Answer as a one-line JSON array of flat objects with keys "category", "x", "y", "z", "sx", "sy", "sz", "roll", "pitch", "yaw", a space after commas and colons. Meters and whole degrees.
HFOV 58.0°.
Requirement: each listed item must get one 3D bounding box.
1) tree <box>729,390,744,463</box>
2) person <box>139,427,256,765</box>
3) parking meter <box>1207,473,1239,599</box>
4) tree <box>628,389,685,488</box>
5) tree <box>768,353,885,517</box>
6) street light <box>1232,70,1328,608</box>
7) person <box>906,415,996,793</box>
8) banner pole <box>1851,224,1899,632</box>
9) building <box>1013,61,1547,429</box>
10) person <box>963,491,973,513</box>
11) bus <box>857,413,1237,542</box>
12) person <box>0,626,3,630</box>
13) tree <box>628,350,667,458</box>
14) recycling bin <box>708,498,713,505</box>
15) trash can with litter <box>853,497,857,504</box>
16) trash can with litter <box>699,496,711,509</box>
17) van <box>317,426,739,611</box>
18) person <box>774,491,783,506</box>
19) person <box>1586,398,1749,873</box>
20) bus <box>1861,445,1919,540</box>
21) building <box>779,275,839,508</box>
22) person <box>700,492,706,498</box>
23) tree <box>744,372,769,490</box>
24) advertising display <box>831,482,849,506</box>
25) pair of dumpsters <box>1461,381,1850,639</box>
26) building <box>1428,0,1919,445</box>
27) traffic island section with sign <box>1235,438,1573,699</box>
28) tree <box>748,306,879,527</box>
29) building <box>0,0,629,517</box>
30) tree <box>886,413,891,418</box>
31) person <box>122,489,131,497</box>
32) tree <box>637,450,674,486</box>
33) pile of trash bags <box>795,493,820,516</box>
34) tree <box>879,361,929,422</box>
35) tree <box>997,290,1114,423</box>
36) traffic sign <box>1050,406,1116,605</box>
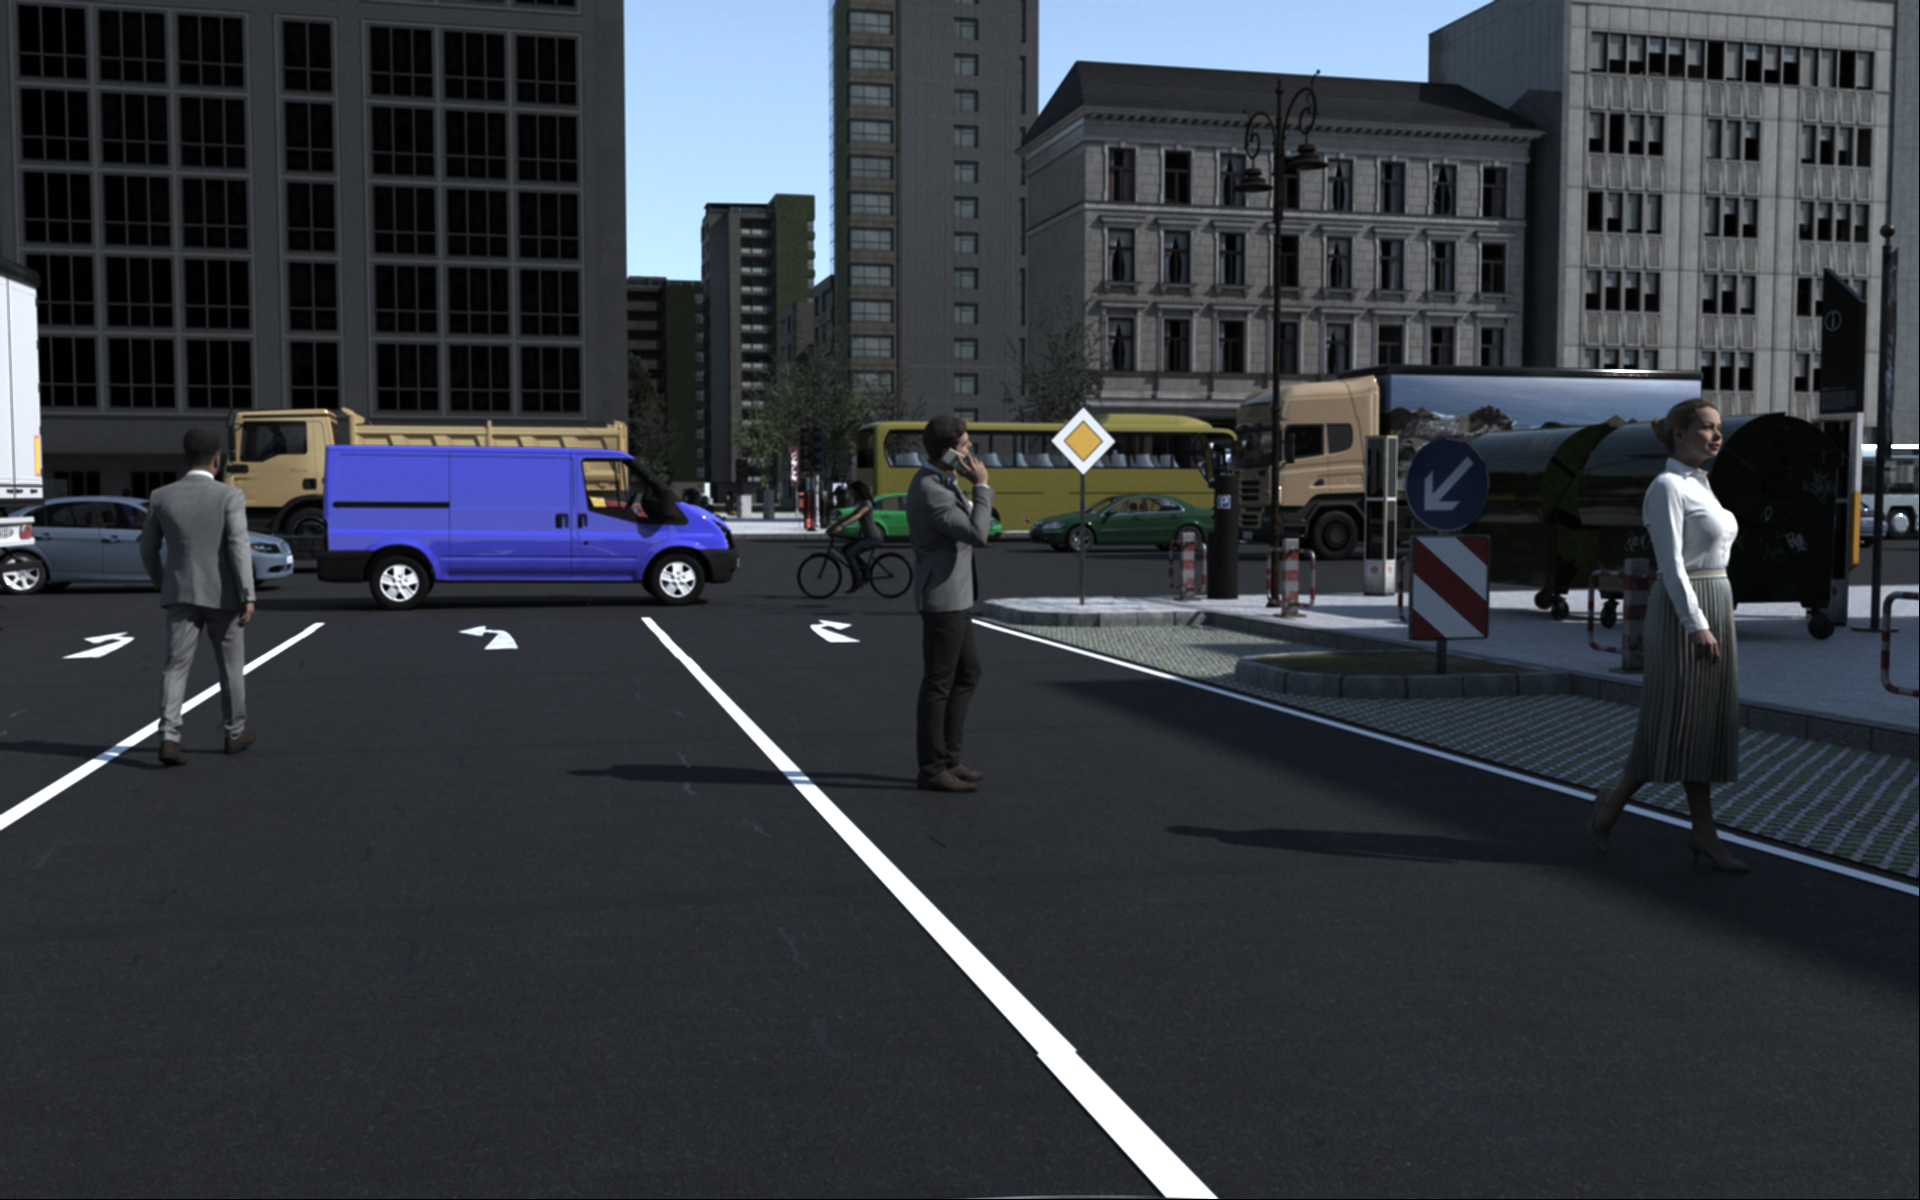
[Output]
[{"category": "tree", "x": -12.457, "y": -9.732, "z": 109.488, "sx": 4.737, "sy": 8.622, "sz": 4.395, "roll": 0, "pitch": 3, "yaw": 0}, {"category": "person", "x": -4.102, "y": -0.035, "z": 9.342, "sx": 0.678, "sy": 1.792, "sz": 0.850, "roll": 0, "pitch": 4, "yaw": -2}, {"category": "parking meter", "x": 3.224, "y": -0.784, "z": 21.225, "sx": 0.372, "sy": 1.533, "sz": 0.369, "roll": 0, "pitch": 3, "yaw": 0}, {"category": "tree", "x": -21.343, "y": -10.367, "z": 119.863, "sx": 4.360, "sy": 8.622, "sz": 3.978, "roll": 0, "pitch": 3, "yaw": 0}, {"category": "tree", "x": -6.879, "y": -8.478, "z": 88.984, "sx": 4.737, "sy": 8.622, "sz": 4.395, "roll": 0, "pitch": 3, "yaw": 0}, {"category": "street light", "x": 3.559, "y": -2.854, "z": 19.457, "sx": 0.468, "sy": 5.910, "sz": 1.993, "roll": -1, "pitch": 4, "yaw": -14}, {"category": "person", "x": -0.045, "y": 0.017, "z": 8.398, "sx": 0.473, "sy": 1.802, "sz": 0.592, "roll": 1, "pitch": 4, "yaw": 9}, {"category": "banner pole", "x": 8.509, "y": -1.585, "z": 15.928, "sx": 0.401, "sy": 3.779, "sz": 0.863, "roll": 1, "pitch": 4, "yaw": 20}, {"category": "building", "x": 5.537, "y": -13.930, "z": 78.673, "sx": 40.483, "sy": 20.767, "sz": 10.553, "roll": -1, "pitch": 4, "yaw": -14}, {"category": "person", "x": 0.086, "y": -1.742, "z": 39.577, "sx": 0.523, "sy": 1.515, "sz": 0.503, "roll": 2, "pitch": 4, "yaw": 29}, {"category": "bus", "x": 3.075, "y": -3.767, "z": 53.132, "sx": 12.252, "sy": 3.916, "sz": 2.896, "roll": -1, "pitch": 4, "yaw": -15}, {"category": "person", "x": -10.158, "y": -0.572, "z": 17.764, "sx": 0.656, "sy": 1.842, "sz": 0.836, "roll": 1, "pitch": 4, "yaw": 21}, {"category": "tree", "x": -29.346, "y": -14.948, "z": 151.830, "sx": 7.806, "sy": 13.903, "sz": 7.818, "roll": 0, "pitch": 3, "yaw": 0}, {"category": "recycling bin", "x": -15.835, "y": -5.847, "z": 108.157, "sx": 0.722, "sy": 1.027, "sz": 0.722, "roll": -1, "pitch": 4, "yaw": -16}, {"category": "trash can with litter", "x": -6.090, "y": -5.427, "z": 99.788, "sx": 1.678, "sy": 1.210, "sz": 2.233, "roll": -2, "pitch": 4, "yaw": -35}, {"category": "trash can with litter", "x": -15.393, "y": -5.611, "z": 103.132, "sx": 0.624, "sy": 1.170, "sz": 1.055, "roll": 2, "pitch": 4, "yaw": 32}, {"category": "van", "x": -5.533, "y": -1.108, "z": 22.502, "sx": 5.245, "sy": 2.365, "sz": 2.240, "roll": -1, "pitch": 4, "yaw": -15}, {"category": "person", "x": -21.383, "y": -11.892, "z": 202.939, "sx": 1.348, "sy": 1.824, "sz": 0.705, "roll": 0, "pitch": 4, "yaw": 3}, {"category": "person", "x": 2.749, "y": 0.123, "z": 6.714, "sx": 0.478, "sy": 1.798, "sz": 0.641, "roll": -3, "pitch": 4, "yaw": -37}, {"category": "bus", "x": 31.905, "y": -3.734, "z": 55.904, "sx": 13.247, "sy": 3.499, "sz": 2.948, "roll": -1, "pitch": 4, "yaw": -12}, {"category": "building", "x": -0.248, "y": -18.895, "z": 153.966, "sx": 27.650, "sy": 21.520, "sz": 28.899, "roll": -1, "pitch": 4, "yaw": -14}, {"category": "person", "x": -27.021, "y": -10.577, "z": 182.374, "sx": 0.756, "sy": 1.711, "sz": 0.436, "roll": 1, "pitch": 4, "yaw": 21}, {"category": "tree", "x": -9.052, "y": -8.892, "z": 95.748, "sx": 4.737, "sy": 8.622, "sz": 4.395, "roll": 0, "pitch": 3, "yaw": 0}, {"category": "advertising display", "x": -6.416, "y": -5.346, "z": 92.627, "sx": 0.974, "sy": 1.923, "sz": 0.123, "roll": -2, "pitch": 4, "yaw": -26}, {"category": "pair of dumpsters", "x": 6.590, "y": -0.892, "z": 17.083, "sx": 1.574, "sy": 2.255, "sz": 4.437, "roll": -1, "pitch": 4, "yaw": -14}, {"category": "building", "x": 35.134, "y": -16.397, "z": 86.118, "sx": 19.932, "sy": 24.808, "sz": 12.078, "roll": -1, "pitch": 4, "yaw": -14}, {"category": "traffic island section with sign", "x": 3.167, "y": -0.268, "z": 13.003, "sx": 1.989, "sy": 1.847, "sz": 2.006, "roll": -1, "pitch": 4, "yaw": -14}, {"category": "tree", "x": -5.814, "y": -7.153, "z": 67.314, "sx": 4.360, "sy": 8.622, "sz": 3.978, "roll": 0, "pitch": 3, "yaw": 0}, {"category": "building", "x": -26.386, "y": -17.069, "z": 72.579, "sx": 24.014, "sy": 27.812, "sz": 14.314, "roll": -1, "pitch": 4, "yaw": -14}, {"category": "tree", "x": -5.890, "y": -9.616, "z": 107.585, "sx": 4.737, "sy": 8.622, "sz": 4.395, "roll": 0, "pitch": 3, "yaw": 0}, {"category": "person", "x": -17.158, "y": -1.516, "z": 35.651, "sx": 0.453, "sy": 1.535, "sz": 0.546, "roll": -3, "pitch": 5, "yaw": -44}, {"category": "tree", "x": -22.739, "y": -8.878, "z": 128.872, "sx": 4.285, "sy": 4.588, "sz": 4.351, "roll": 0, "pitch": 3, "yaw": 0}, {"category": "pile of trash bags", "x": -8.437, "y": -5.679, "z": 102.611, "sx": 1.912, "sy": 1.369, "sz": 3.447, "roll": 3, "pitch": 5, "yaw": 40}, {"category": "tree", "x": -3.793, "y": -8.920, "z": 96.199, "sx": 4.360, "sy": 8.622, "sz": 3.978, "roll": 0, "pitch": 3, "yaw": 0}, {"category": "tree", "x": 3.593, "y": -6.802, "z": 61.568, "sx": 4.360, "sy": 8.622, "sz": 3.978, "roll": 0, "pitch": 3, "yaw": 0}, {"category": "traffic sign", "x": 1.405, "y": -0.994, "z": 19.902, "sx": 0.795, "sy": 2.450, "sz": 0.064, "roll": -1, "pitch": 4, "yaw": -14}]
